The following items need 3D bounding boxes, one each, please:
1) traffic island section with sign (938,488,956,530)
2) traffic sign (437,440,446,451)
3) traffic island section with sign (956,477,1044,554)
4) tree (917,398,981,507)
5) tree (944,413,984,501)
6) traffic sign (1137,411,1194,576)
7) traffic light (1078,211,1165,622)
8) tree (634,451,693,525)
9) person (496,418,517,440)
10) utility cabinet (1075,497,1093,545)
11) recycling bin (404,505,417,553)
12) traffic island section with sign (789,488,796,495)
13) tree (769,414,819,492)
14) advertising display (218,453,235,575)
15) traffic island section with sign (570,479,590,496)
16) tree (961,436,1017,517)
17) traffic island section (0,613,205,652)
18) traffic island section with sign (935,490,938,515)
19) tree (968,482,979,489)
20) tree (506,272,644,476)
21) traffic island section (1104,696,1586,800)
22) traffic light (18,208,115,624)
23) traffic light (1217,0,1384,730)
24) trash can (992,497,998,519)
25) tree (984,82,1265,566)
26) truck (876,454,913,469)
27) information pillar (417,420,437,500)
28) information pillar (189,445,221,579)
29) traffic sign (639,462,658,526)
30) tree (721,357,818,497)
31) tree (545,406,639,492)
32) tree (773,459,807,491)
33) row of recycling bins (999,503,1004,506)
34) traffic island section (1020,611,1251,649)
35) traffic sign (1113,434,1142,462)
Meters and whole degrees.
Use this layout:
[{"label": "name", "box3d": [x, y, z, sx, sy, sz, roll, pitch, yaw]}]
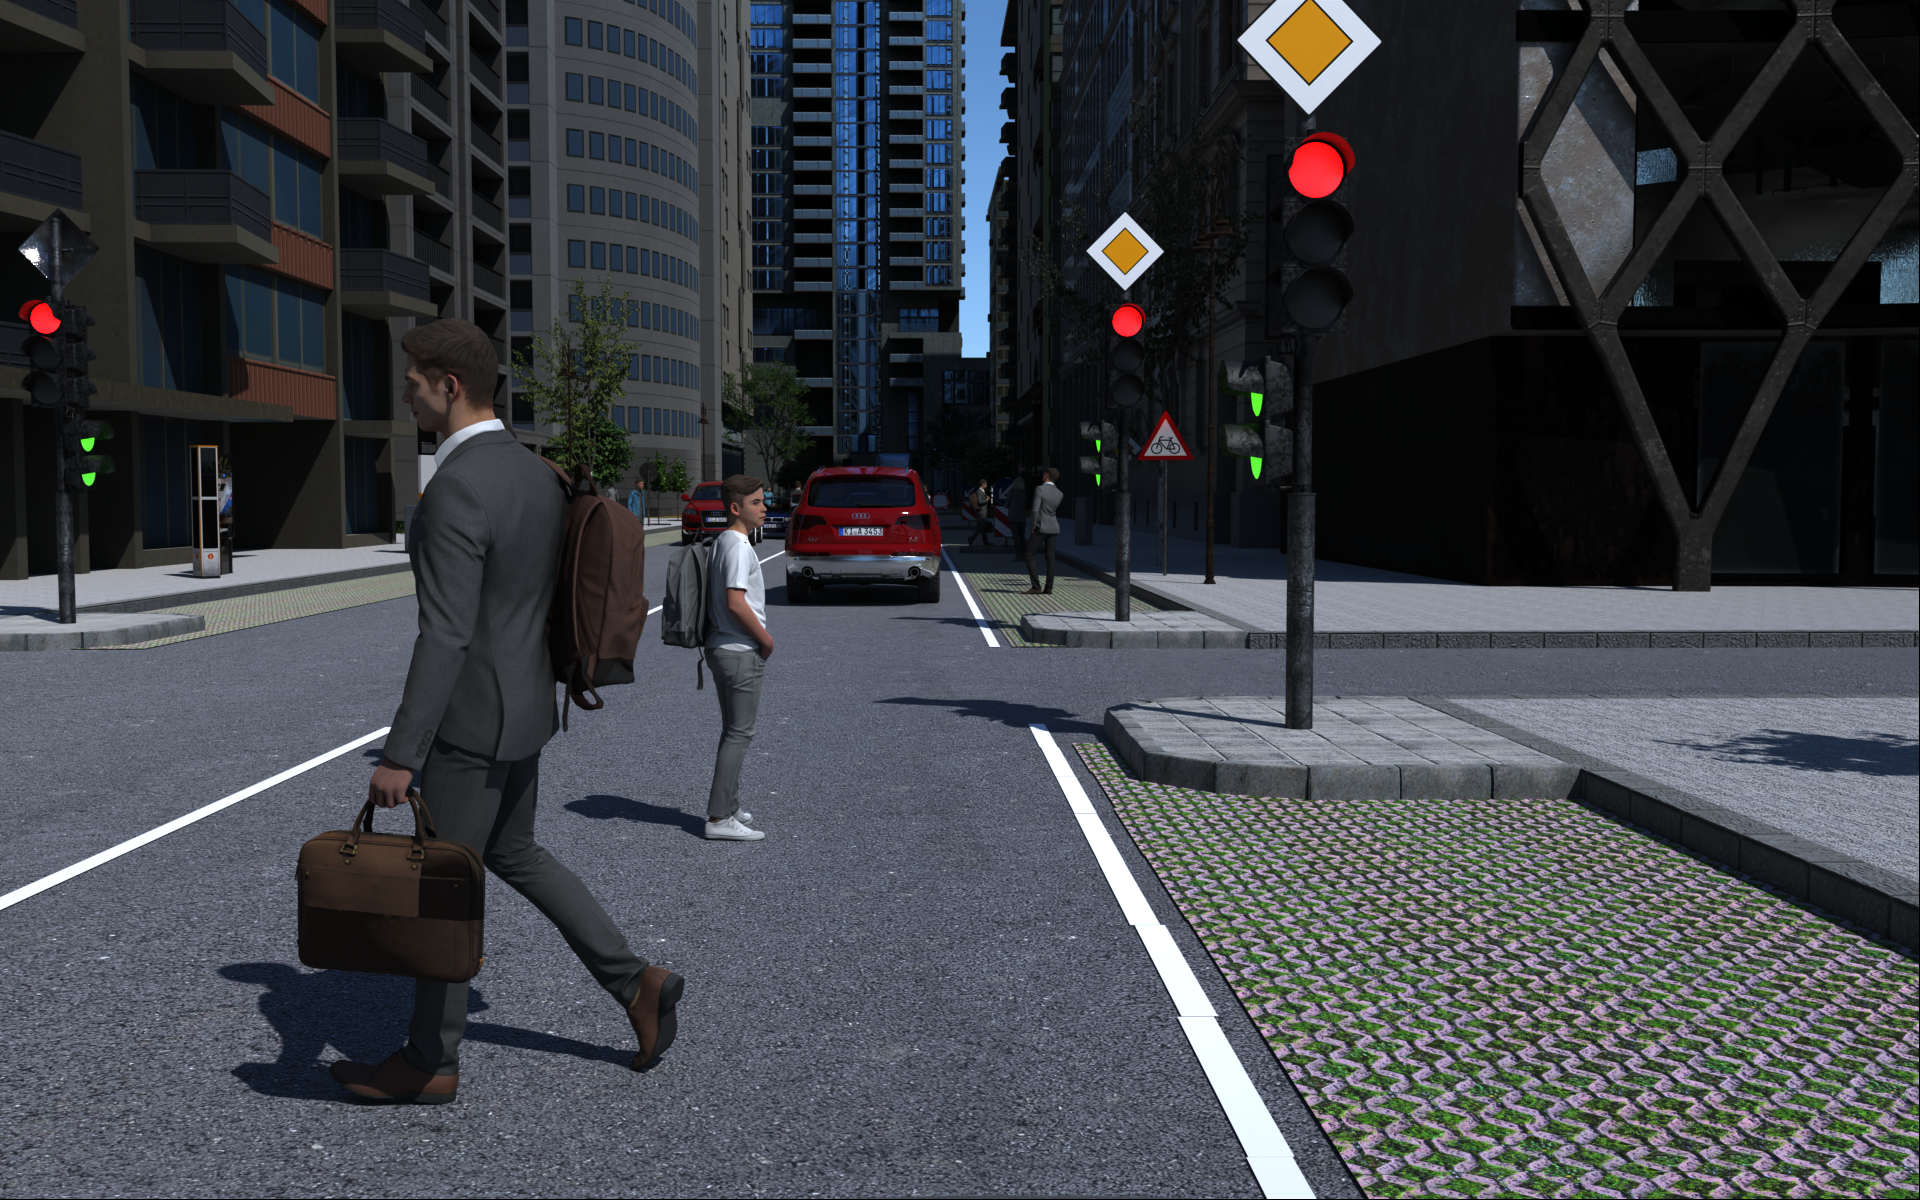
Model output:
[{"label": "traffic island section with sign", "box3d": [0.245, -3.705, 69.203, 1.989, 1.847, 2.006, 0, 4, -2]}, {"label": "traffic sign", "box3d": [-11.334, -2.367, 38.809, 0.768, 2.556, 0.104, 0, 4, 1]}, {"label": "traffic island section with sign", "box3d": [0.986, -2.057, 42.258, 1.989, 1.847, 2.006, 0, 4, -2]}, {"label": "tree", "box3d": [-0.710, -14.274, 167.786, 7.601, 10.594, 8.767, 0, 4, -1]}, {"label": "tree", "box3d": [0.757, -12.626, 156.805, 4.360, 8.622, 3.978, 0, 3, 0]}, {"label": "traffic sign", "box3d": [3.222, -1.662, 27.179, 0.884, 2.594, 0.081, 0, 4, 8]}, {"label": "traffic light", "box3d": [1.621, -1.740, 17.367, 0.839, 4.253, 0.868, 0, 4, -2]}, {"label": "tree", "box3d": [-12.436, -4.728, 71.897, 1.663, 3.219, 1.824, 0, 3, 0]}, {"label": "person", "box3d": [-2.303, 0.022, 8.323, 0.473, 1.802, 0.592, 1, 4, 13]}, {"label": "utility cabinet", "box3d": [3.128, -1.996, 43.799, 0.306, 1.237, 1.020, 1, 4, 14]}, {"label": "recycling bin", "box3d": [-11.886, -1.573, 38.278, 0.722, 1.027, 0.722, -1, 4, -15]}, {"label": "traffic island section with sign", "box3d": [-11.342, -6.746, 118.929, 1.989, 1.847, 2.006, 0, 4, -2]}, {"label": "tree", "box3d": [-14.749, -12.307, 151.578, 4.737, 8.622, 4.395, 0, 3, 0]}, {"label": "advertising display", "box3d": [-11.776, -1.368, 27.580, 0.123, 1.923, 0.974, 0, 4, -5]}, {"label": "traffic island section with sign", "box3d": [-9.218, -2.029, 41.802, 1.989, 1.847, 2.006, 0, 4, -2]}, {"label": "tree", "box3d": [1.598, -6.978, 97.806, 4.285, 4.588, 4.351, 0, 3, 0]}, {"label": "traffic island section", "box3d": [-8.876, 0.311, 17.199, 2.009, 0.180, 2.903, 0, 4, -2]}, {"label": "traffic island section with sign", "box3d": [-1.125, -6.763, 119.199, 1.989, 1.847, 2.006, 0, 4, -2]}, {"label": "tree", "box3d": [1.414, -8.817, 138.751, 1.663, 3.219, 1.824, 0, 3, 0]}, {"label": "tree", "box3d": [-12.416, -6.527, 57.072, 4.737, 8.622, 4.395, 0, 3, 0]}, {"label": "traffic island section", "box3d": [1.880, 0.782, 9.500, 2.009, 0.180, 2.903, 0, 4, -2]}, {"label": "traffic light", "box3d": [-8.836, -1.721, 17.066, 0.839, 4.253, 0.868, 0, 4, -2]}, {"label": "traffic light", "box3d": [1.840, -1.252, 9.385, 0.839, 4.253, 0.868, 0, 4, -2]}, {"label": "trash can", "box3d": [1.923, -4.589, 86.679, 0.748, 1.137, 0.748, 0, 3, 0]}, {"label": "tree", "box3d": [3.431, -4.930, 30.968, 4.360, 8.622, 3.978, 0, 3, 0]}, {"label": "truck", "box3d": [-4.234, -7.296, 109.056, 2.967, 4.110, 18.799, 0, 4, -1]}, {"label": "information pillar", "box3d": [-11.308, -2.782, 36.836, 0.183, 3.616, 0.504, 2, 4, 28]}, {"label": "information pillar", "box3d": [-11.465, -1.335, 26.312, 0.304, 2.012, 0.304, 3, 5, 43]}, {"label": "traffic sign", "box3d": [-12.431, -4.220, 69.104, 0.768, 2.556, 0.104, 0, 4, 6]}, {"label": "tree", "box3d": [-14.575, -12.657, 132.693, 9.928, 11.665, 9.643, 0, 3, 0]}, {"label": "tree", "box3d": [-13.316, -4.874, 63.400, 4.285, 4.588, 4.351, 0, 3, 0]}, {"label": "tree", "box3d": [-15.481, -10.673, 158.214, 4.285, 4.588, 4.351, 0, 3, 0]}, {"label": "row of recycling bins", "box3d": [2.141, -3.953, 71.741, 1.069, 1.692, 3.534, 0, 4, 4]}, {"label": "traffic island section", "box3d": [1.661, 0.294, 17.482, 2.009, 0.180, 2.903, 0, 4, -2]}, {"label": "traffic sign", "box3d": [3.277, -2.145, 34.809, 0.795, 2.593, 0.064, 0, 4, 6]}]
